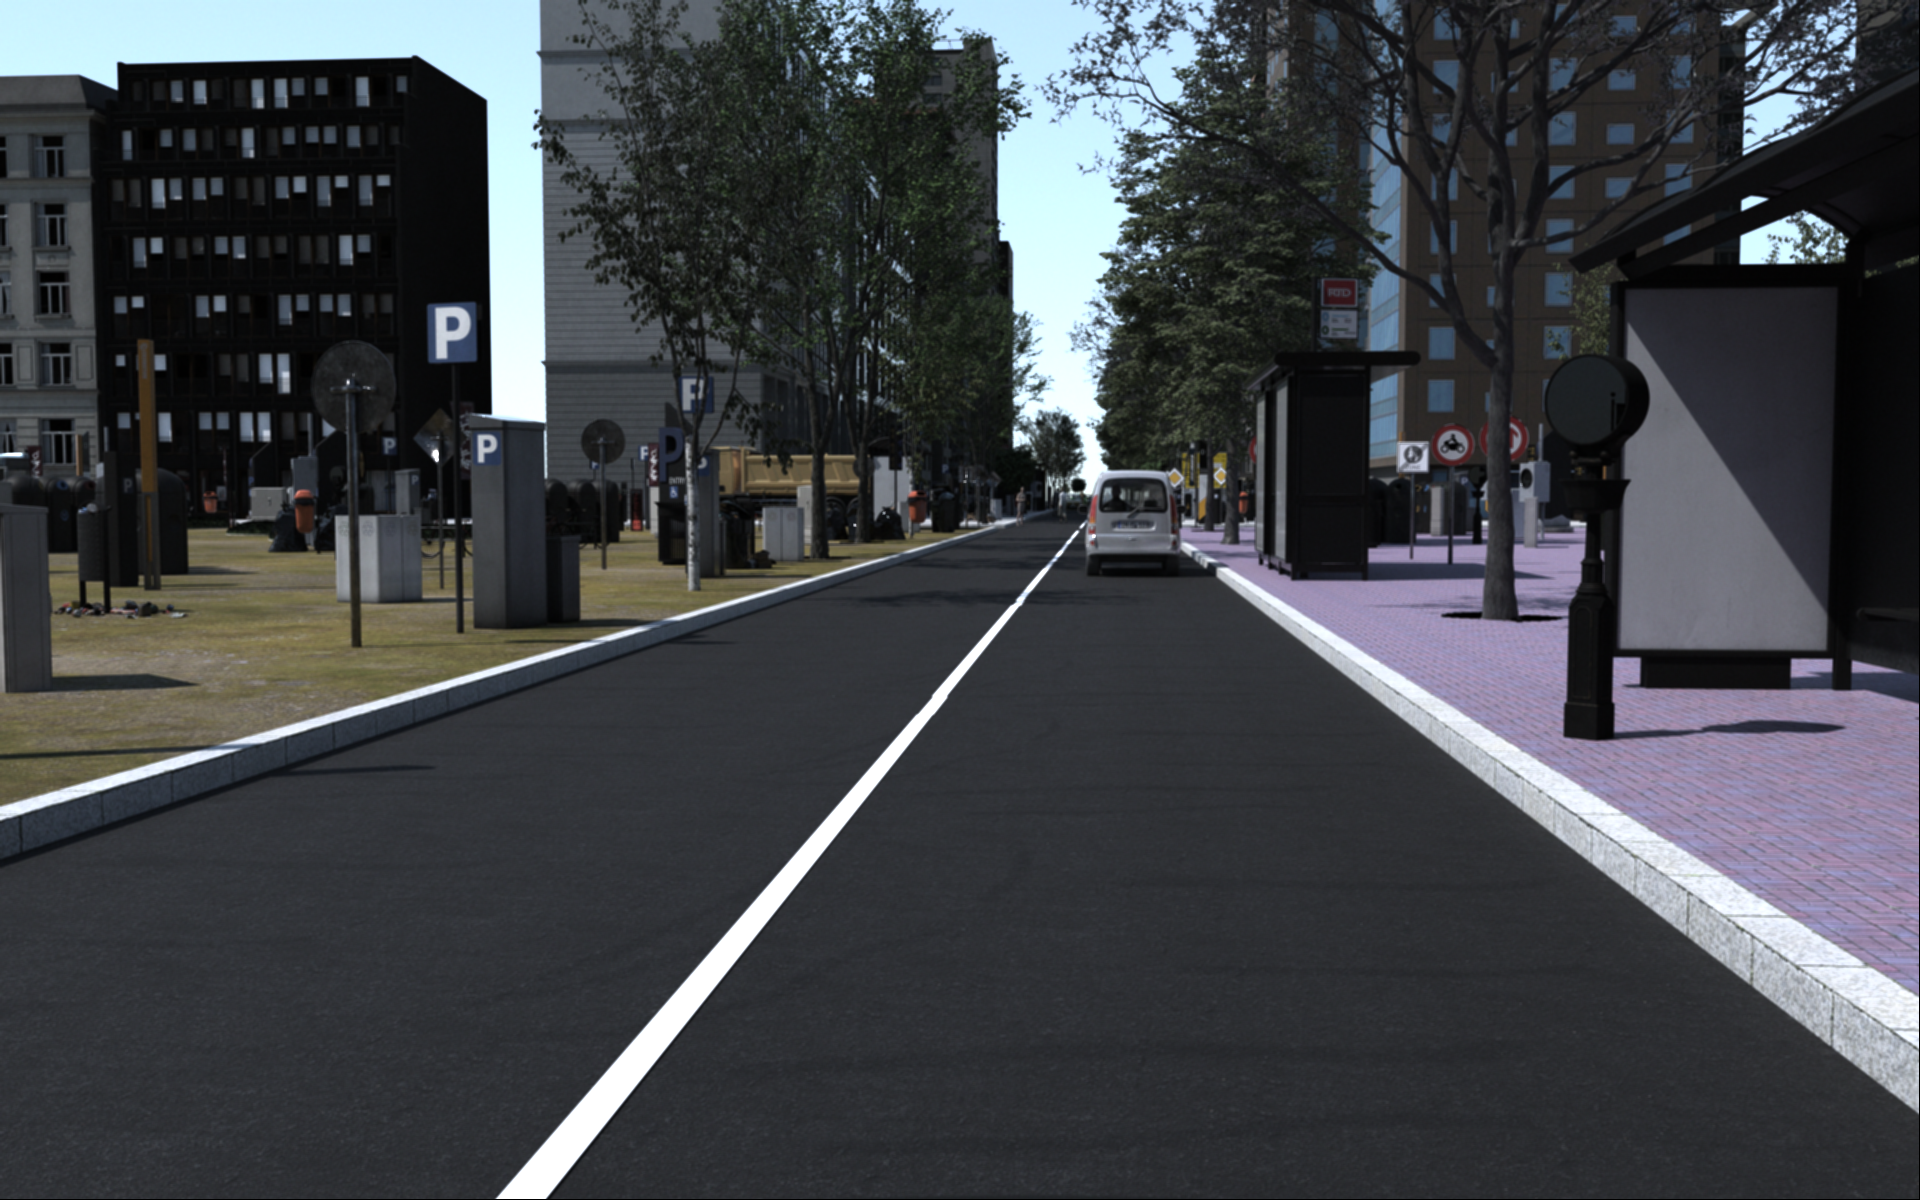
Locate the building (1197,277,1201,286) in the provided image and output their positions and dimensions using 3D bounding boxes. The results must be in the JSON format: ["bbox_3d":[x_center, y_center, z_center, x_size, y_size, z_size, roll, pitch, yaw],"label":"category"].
[{"bbox_3d":[45.913,-38.768,283.967,14.600,45.320,14.200,0,4,5],"label":"building"}]

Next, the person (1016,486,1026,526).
[{"bbox_3d":[2.779,-4.233,78.045,0.599,1.781,0.374,-2,4,-33],"label":"person"}]

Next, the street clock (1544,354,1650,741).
[{"bbox_3d":[3.314,-0.275,9.067,0.358,2.002,0.471,-3,5,-42],"label":"street clock"}]

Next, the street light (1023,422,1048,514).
[{"bbox_3d":[4.762,-8.546,112.275,1.470,5.913,1.316,0,4,5],"label":"street light"}]

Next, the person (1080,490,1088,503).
[{"bbox_3d":[11.572,-9.547,164.693,1.348,1.812,0.705,2,4,33],"label":"person"}]

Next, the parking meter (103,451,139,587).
[{"bbox_3d":[-11.601,-1.116,23.963,0.255,1.863,0.399,1,4,12],"label":"parking meter"}]

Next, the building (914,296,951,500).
[{"bbox_3d":[-15.907,-19.623,165.880,27.650,21.520,28.899,0,4,5],"label":"building"}]

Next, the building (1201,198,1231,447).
[{"bbox_3d":[48.141,-39.269,265.746,21.300,48.544,21.600,0,4,5],"label":"building"}]

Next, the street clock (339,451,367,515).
[{"bbox_3d":[-10.116,-1.497,29.054,0.358,2.002,0.471,0,4,-6],"label":"street clock"}]

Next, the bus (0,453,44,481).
[{"bbox_3d":[-44.909,-4.799,73.320,13.247,3.499,2.948,0,4,6],"label":"bus"}]

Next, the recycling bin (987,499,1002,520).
[{"bbox_3d":[1.628,-4.542,86.813,0.722,1.027,0.722,2,4,30],"label":"recycling bin"}]

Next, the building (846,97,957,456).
[{"bbox_3d":[-12.001,-32.975,193.771,22.147,44.769,28.867,0,4,5],"label":"building"}]

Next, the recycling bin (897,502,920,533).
[{"bbox_3d":[-1.727,-2.763,57.732,0.722,1.027,0.722,-1,4,-9],"label":"recycling bin"}]

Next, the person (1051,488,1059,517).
[{"bbox_3d":[6.178,-6.243,110.689,0.709,1.813,0.853,1,4,15],"label":"person"}]

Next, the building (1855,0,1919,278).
[{"bbox_3d":[58.781,-28.460,89.015,21.600,48.544,21.300,0,4,5],"label":"building"}]

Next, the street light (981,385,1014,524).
[{"bbox_3d":[1.603,-6.193,73.793,1.470,5.913,1.316,0,4,5],"label":"street light"}]

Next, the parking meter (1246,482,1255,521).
[{"bbox_3d":[13.855,-4.706,82.653,0.399,1.863,0.255,-3,4,-36],"label":"parking meter"}]

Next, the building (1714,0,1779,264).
[{"bbox_3d":[41.731,-27.010,133.489,32.217,40.220,23.993,0,4,5],"label":"building"}]

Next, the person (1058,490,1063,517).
[{"bbox_3d":[6.359,-6.085,108.998,0.512,1.701,0.522,3,5,41],"label":"person"}]

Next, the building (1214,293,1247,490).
[{"bbox_3d":[43.365,-29.137,248.093,14.160,30.474,14.107,0,4,5],"label":"building"}]

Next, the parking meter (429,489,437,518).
[{"bbox_3d":[-25.726,-4.656,84.543,0.372,1.533,0.369,0,3,0],"label":"parking meter"}]

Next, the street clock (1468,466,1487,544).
[{"bbox_3d":[13.270,-2.434,44.373,0.471,2.002,0.358,2,4,34],"label":"street clock"}]

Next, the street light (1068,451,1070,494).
[{"bbox_3d":[11.351,-13.193,188.252,1.470,5.913,1.316,0,4,5],"label":"street light"}]

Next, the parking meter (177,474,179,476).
[{"bbox_3d":[-23.347,-2.789,51.316,0.399,1.863,0.255,-1,4,-16],"label":"parking meter"}]

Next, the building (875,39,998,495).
[{"bbox_3d":[-2.237,-51.358,277.954,20.563,71.187,20.611,0,4,5],"label":"building"}]

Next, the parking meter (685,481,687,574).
[{"bbox_3d":[-4.250,-1.196,27.967,0.372,1.533,0.369,0,3,0],"label":"parking meter"}]

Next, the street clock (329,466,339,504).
[{"bbox_3d":[-16.101,-2.471,44.971,0.471,2.002,0.358,2,4,23],"label":"street clock"}]

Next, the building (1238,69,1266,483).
[{"bbox_3d":[40.022,-31.828,175.016,22.147,44.769,28.867,0,4,5],"label":"building"}]

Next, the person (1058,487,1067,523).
[{"bbox_3d":[5.162,-4.750,86.395,0.478,1.798,0.641,-1,4,-19],"label":"person"}]

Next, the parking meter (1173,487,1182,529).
[{"bbox_3d":[8.049,-3.419,64.314,0.372,1.533,0.369,0,3,0],"label":"parking meter"}]

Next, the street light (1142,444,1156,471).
[{"bbox_3d":[11.876,-8.399,109.869,1.470,5.913,1.316,0,4,5],"label":"street light"}]

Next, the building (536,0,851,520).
[{"bbox_3d":[-13.989,-19.749,100.383,11.434,29.767,29.804,0,4,5],"label":"building"}]

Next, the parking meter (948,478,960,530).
[{"bbox_3d":[-0.209,-3.423,61.670,0.255,1.863,0.399,3,5,42],"label":"parking meter"}]

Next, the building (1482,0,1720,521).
[{"bbox_3d":[28.937,-26.795,88.211,14.200,45.320,14.600,0,4,5],"label":"building"}]

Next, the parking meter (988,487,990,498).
[{"bbox_3d":[2.233,-7.412,126.893,0.255,1.863,0.399,3,5,40],"label":"parking meter"}]

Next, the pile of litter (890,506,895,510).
[{"bbox_3d":[-2.545,-2.825,60.160,1.176,0.858,1.719,-2,4,-28],"label":"pile of litter"}]

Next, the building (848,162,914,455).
[{"bbox_3d":[-14.959,-20.066,132.601,19.350,26.468,34.151,0,4,5],"label":"building"}]

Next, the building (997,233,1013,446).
[{"bbox_3d":[1.816,-39.551,296.761,14.600,45.320,14.200,0,4,5],"label":"building"}]

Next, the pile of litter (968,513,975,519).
[{"bbox_3d":[0.825,-4.616,89.439,1.719,0.858,1.176,-2,4,-27],"label":"pile of litter"}]

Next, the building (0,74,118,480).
[{"bbox_3d":[-58.024,-16.154,97.397,30.059,22.955,16.112,0,4,5],"label":"building"}]

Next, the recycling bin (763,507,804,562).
[{"bbox_3d":[-3.353,-1.247,32.942,0.722,1.027,0.722,0,4,0],"label":"recycling bin"}]

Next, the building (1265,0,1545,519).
[{"bbox_3d":[26.387,-27.910,106.446,14.600,45.320,14.200,0,4,5],"label":"building"}]

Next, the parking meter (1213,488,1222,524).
[{"bbox_3d":[10.878,-3.960,73.164,0.372,1.533,0.369,0,3,0],"label":"parking meter"}]

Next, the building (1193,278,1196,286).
[{"bbox_3d":[46.939,-37.594,298.262,14.154,41.232,14.086,0,4,5],"label":"building"}]

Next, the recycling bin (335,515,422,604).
[{"bbox_3d":[-6.929,-0.496,20.661,0.722,1.027,0.722,2,4,25],"label":"recycling bin"}]

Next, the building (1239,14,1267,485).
[{"bbox_3d":[42.036,-46.518,198.821,20.563,71.187,20.611,0,4,5],"label":"building"}]

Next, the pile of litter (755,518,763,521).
[{"bbox_3d":[-9.290,-4.323,84.650,1.719,0.858,1.176,-1,4,-18],"label":"pile of litter"}]

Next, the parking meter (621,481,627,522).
[{"bbox_3d":[-15.396,-4.507,79.392,0.255,1.863,0.399,-1,4,-12],"label":"parking meter"}]

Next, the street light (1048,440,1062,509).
[{"bbox_3d":[8.139,-10.858,150.072,1.470,5.913,1.316,0,4,5],"label":"street light"}]

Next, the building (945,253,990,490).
[{"bbox_3d":[-11.215,-34.562,256.970,32.217,40.220,23.993,0,4,5],"label":"building"}]
